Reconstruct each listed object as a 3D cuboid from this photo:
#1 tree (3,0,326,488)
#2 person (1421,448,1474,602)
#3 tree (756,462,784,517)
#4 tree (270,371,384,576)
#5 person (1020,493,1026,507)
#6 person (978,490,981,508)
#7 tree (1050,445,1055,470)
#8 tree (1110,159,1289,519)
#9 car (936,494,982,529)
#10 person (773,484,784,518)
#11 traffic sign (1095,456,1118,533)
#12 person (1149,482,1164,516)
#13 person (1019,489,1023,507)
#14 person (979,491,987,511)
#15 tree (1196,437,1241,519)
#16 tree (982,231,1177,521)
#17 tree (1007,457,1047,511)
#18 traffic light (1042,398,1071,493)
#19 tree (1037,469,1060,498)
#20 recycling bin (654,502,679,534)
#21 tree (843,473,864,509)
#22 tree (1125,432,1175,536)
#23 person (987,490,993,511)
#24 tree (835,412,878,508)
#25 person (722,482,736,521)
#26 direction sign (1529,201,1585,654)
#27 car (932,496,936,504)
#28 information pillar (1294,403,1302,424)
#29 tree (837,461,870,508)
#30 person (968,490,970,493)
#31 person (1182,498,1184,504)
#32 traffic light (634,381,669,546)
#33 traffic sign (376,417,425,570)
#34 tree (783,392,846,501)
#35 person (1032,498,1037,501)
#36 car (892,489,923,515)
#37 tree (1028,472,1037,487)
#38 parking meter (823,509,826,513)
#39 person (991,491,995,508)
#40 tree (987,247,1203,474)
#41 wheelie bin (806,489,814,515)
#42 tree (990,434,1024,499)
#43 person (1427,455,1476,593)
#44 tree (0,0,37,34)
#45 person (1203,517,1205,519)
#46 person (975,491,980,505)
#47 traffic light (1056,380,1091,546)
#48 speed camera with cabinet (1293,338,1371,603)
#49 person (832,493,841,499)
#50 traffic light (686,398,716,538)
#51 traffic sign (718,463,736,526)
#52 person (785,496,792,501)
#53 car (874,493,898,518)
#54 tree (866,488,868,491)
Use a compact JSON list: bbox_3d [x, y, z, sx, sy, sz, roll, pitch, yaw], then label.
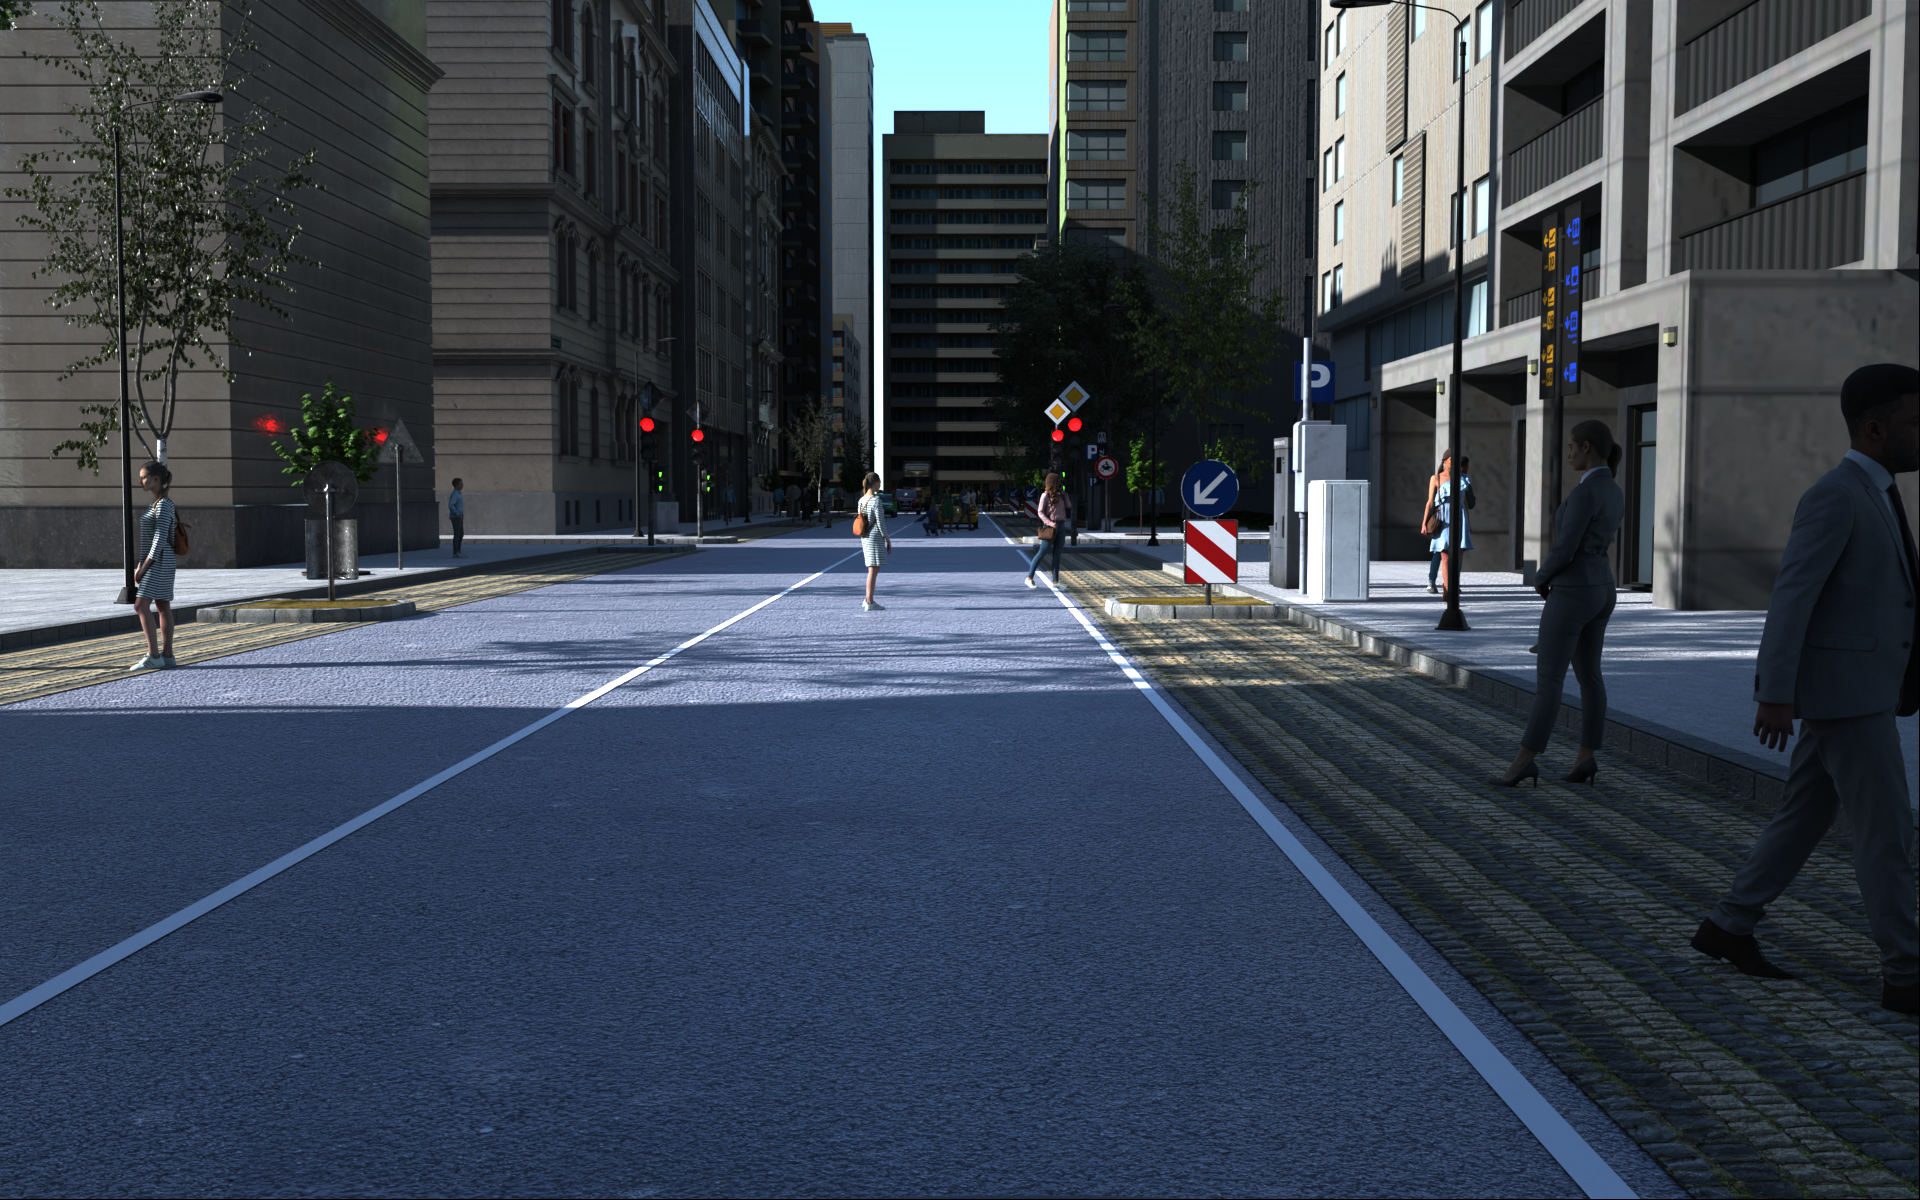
[{"bbox_3d":[-10.815,-4.469,23.430,4.360,8.622,3.978,0,3,0],"label":"tree"},{"bbox_3d":[5.625,-0.850,20.032,0.616,1.811,0.778,0,4,2],"label":"person"},{"bbox_3d":[-10.242,-6.212,96.163,1.663,3.219,1.824,0,3,0],"label":"tree"},{"bbox_3d":[-9.996,-1.999,27.284,1.663,3.219,1.824,0,3,0],"label":"tree"},{"bbox_3d":[6.451,-10.081,171.697,1.217,1.723,0.721,-3,4,-37],"label":"person"},{"bbox_3d":[1.939,-10.205,175.346,0.705,1.824,1.348,0,4,3],"label":"person"},{"bbox_3d":[7.478,-9.764,109.998,4.360,8.622,3.978,0,3,0],"label":"tree"},{"bbox_3d":[5.427,-5.359,37.983,4.737,8.622,4.395,0,3,0],"label":"tree"},{"bbox_3d":[-0.070,-3.824,72.749,2.015,1.641,3.980,0,4,1],"label":"car"},{"bbox_3d":[-9.873,-5.370,93.867,0.660,1.820,0.620,1,4,11],"label":"person"},{"bbox_3d":[4.879,-3.522,57.686,0.768,2.556,0.104,1,4,9],"label":"traffic sign"},{"bbox_3d":[8.350,-4.122,73.307,0.638,1.841,0.748,2,4,24],"label":"person"},{"bbox_3d":[6.073,-10.267,173.917,0.705,1.822,1.348,-1,4,-17],"label":"person"},{"bbox_3d":[2.070,-8.331,145.493,1.217,1.735,0.721,3,5,40],"label":"person"},{"bbox_3d":[8.040,-3.681,54.786,1.663,3.219,1.824,0,3,0],"label":"tree"},{"bbox_3d":[5.760,-10.798,83.197,9.857,13.997,8.962,0,3,0],"label":"tree"},{"bbox_3d":[5.383,-9.268,135.239,4.285,4.588,4.351,0,3,0],"label":"tree"},{"bbox_3d":[2.834,-3.788,50.857,0.839,4.253,0.868,0,4,0],"label":"traffic light"},{"bbox_3d":[6.055,-6.813,105.999,1.663,3.219,1.824,0,3,0],"label":"tree"},{"bbox_3d":[-9.628,-2.699,56.690,0.722,1.027,0.722,-1,4,-20],"label":"recycling bin"},{"bbox_3d":[-9.645,-9.675,152.785,1.663,3.219,1.824,0,3,0],"label":"tree"},{"bbox_3d":[5.563,-3.609,53.615,1.663,3.219,1.824,0,3,0],"label":"tree"},{"bbox_3d":[2.504,-8.164,142.695,0.721,1.735,1.217,-1,4,-18],"label":"person"},{"bbox_3d":[-9.510,-12.601,156.381,4.737,8.622,4.395,0,3,0],"label":"tree"},{"bbox_3d":[-10.865,-4.616,81.369,0.638,1.841,0.748,-1,4,-14],"label":"person"},{"bbox_3d":[4.800,-1.339,13.892,0.379,3.537,0.876,0,3,0],"label":"direction sign"},{"bbox_3d":[-3.589,-11.041,189.320,1.959,1.807,4.718,0,4,1],"label":"car"},{"bbox_3d":[8.515,-3.201,43.687,0.183,3.616,0.504,2,4,26],"label":"information pillar"},{"bbox_3d":[-9.822,-10.891,161.774,4.285,4.588,4.351,0,3,0],"label":"tree"},{"bbox_3d":[0.832,-9.131,157.882,0.705,1.814,1.350,0,4,8],"label":"person"},{"bbox_3d":[11.721,-5.065,88.949,0.635,1.810,0.391,-1,4,-18],"label":"person"},{"bbox_3d":[-7.657,-3.301,42.895,0.839,4.253,0.868,0,4,0],"label":"traffic light"},{"bbox_3d":[-9.485,-1.792,29.298,0.884,2.594,0.081,0,4,7],"label":"traffic sign"},{"bbox_3d":[-10.338,-10.646,124.431,4.360,8.622,3.978,0,3,0],"label":"tree"},{"bbox_3d":[5.935,-8.396,143.396,0.705,1.814,1.350,-2,4,-32],"label":"person"},{"bbox_3d":[-3.749,-6.865,120.909,2.281,1.827,5.304,0,4,-1],"label":"car"},{"bbox_3d":[5.776,-8.258,129.619,1.663,3.219,1.824,0,3,0],"label":"tree"},{"bbox_3d":[-9.278,-6.816,119.854,0.372,1.533,0.369,0,3,0],"label":"parking meter"},{"bbox_3d":[3.003,-8.914,154.922,0.721,1.739,1.217,2,4,28],"label":"person"},{"bbox_3d":[5.139,-8.074,66.423,8.767,10.594,7.601,0,4,5],"label":"tree"},{"bbox_3d":[-9.360,-6.073,107.195,0.693,1.594,0.980,-1,4,-9],"label":"wheelie bin"},{"bbox_3d":[5.708,-15.486,203.551,4.737,8.622,4.395,0,3,0],"label":"tree"},{"bbox_3d":[6.345,-0.973,22.306,0.623,1.781,0.721,2,4,32],"label":"person"},{"bbox_3d":[-10.815,-5.354,13.294,9.928,11.665,9.643,0,3,0],"label":"tree"},{"bbox_3d":[9.129,-3.554,64.240,0.778,1.811,0.616,0,4,7],"label":"person"},{"bbox_3d":[1.635,-9.534,165.094,0.721,1.735,1.217,-2,4,-28],"label":"person"},{"bbox_3d":[2.804,-3.300,42.872,0.839,4.253,0.868,0,4,0],"label":"traffic light"},{"bbox_3d":[4.574,-1.651,21.331,0.660,3.252,2.038,0,4,1],"label":"speed camera with cabinet"},{"bbox_3d":[-10.361,-8.328,145.397,0.799,1.438,0.628,-3,4,-37],"label":"person"},{"bbox_3d":[-7.627,-3.790,50.880,0.839,4.253,0.868,0,4,0],"label":"traffic light"},{"bbox_3d":[-9.434,-4.280,70.085,0.768,2.556,0.104,0,4,6],"label":"traffic sign"},{"bbox_3d":[-12.091,-7.121,122.831,0.716,1.782,0.532,-3,4,-38],"label":"person"},{"bbox_3d":[-4.799,-5.967,106.356,1.959,1.807,4.718,0,4,1],"label":"car"},{"bbox_3d":[-9.694,-11.763,186.924,1.663,3.219,1.824,0,3,0],"label":"tree"}]
